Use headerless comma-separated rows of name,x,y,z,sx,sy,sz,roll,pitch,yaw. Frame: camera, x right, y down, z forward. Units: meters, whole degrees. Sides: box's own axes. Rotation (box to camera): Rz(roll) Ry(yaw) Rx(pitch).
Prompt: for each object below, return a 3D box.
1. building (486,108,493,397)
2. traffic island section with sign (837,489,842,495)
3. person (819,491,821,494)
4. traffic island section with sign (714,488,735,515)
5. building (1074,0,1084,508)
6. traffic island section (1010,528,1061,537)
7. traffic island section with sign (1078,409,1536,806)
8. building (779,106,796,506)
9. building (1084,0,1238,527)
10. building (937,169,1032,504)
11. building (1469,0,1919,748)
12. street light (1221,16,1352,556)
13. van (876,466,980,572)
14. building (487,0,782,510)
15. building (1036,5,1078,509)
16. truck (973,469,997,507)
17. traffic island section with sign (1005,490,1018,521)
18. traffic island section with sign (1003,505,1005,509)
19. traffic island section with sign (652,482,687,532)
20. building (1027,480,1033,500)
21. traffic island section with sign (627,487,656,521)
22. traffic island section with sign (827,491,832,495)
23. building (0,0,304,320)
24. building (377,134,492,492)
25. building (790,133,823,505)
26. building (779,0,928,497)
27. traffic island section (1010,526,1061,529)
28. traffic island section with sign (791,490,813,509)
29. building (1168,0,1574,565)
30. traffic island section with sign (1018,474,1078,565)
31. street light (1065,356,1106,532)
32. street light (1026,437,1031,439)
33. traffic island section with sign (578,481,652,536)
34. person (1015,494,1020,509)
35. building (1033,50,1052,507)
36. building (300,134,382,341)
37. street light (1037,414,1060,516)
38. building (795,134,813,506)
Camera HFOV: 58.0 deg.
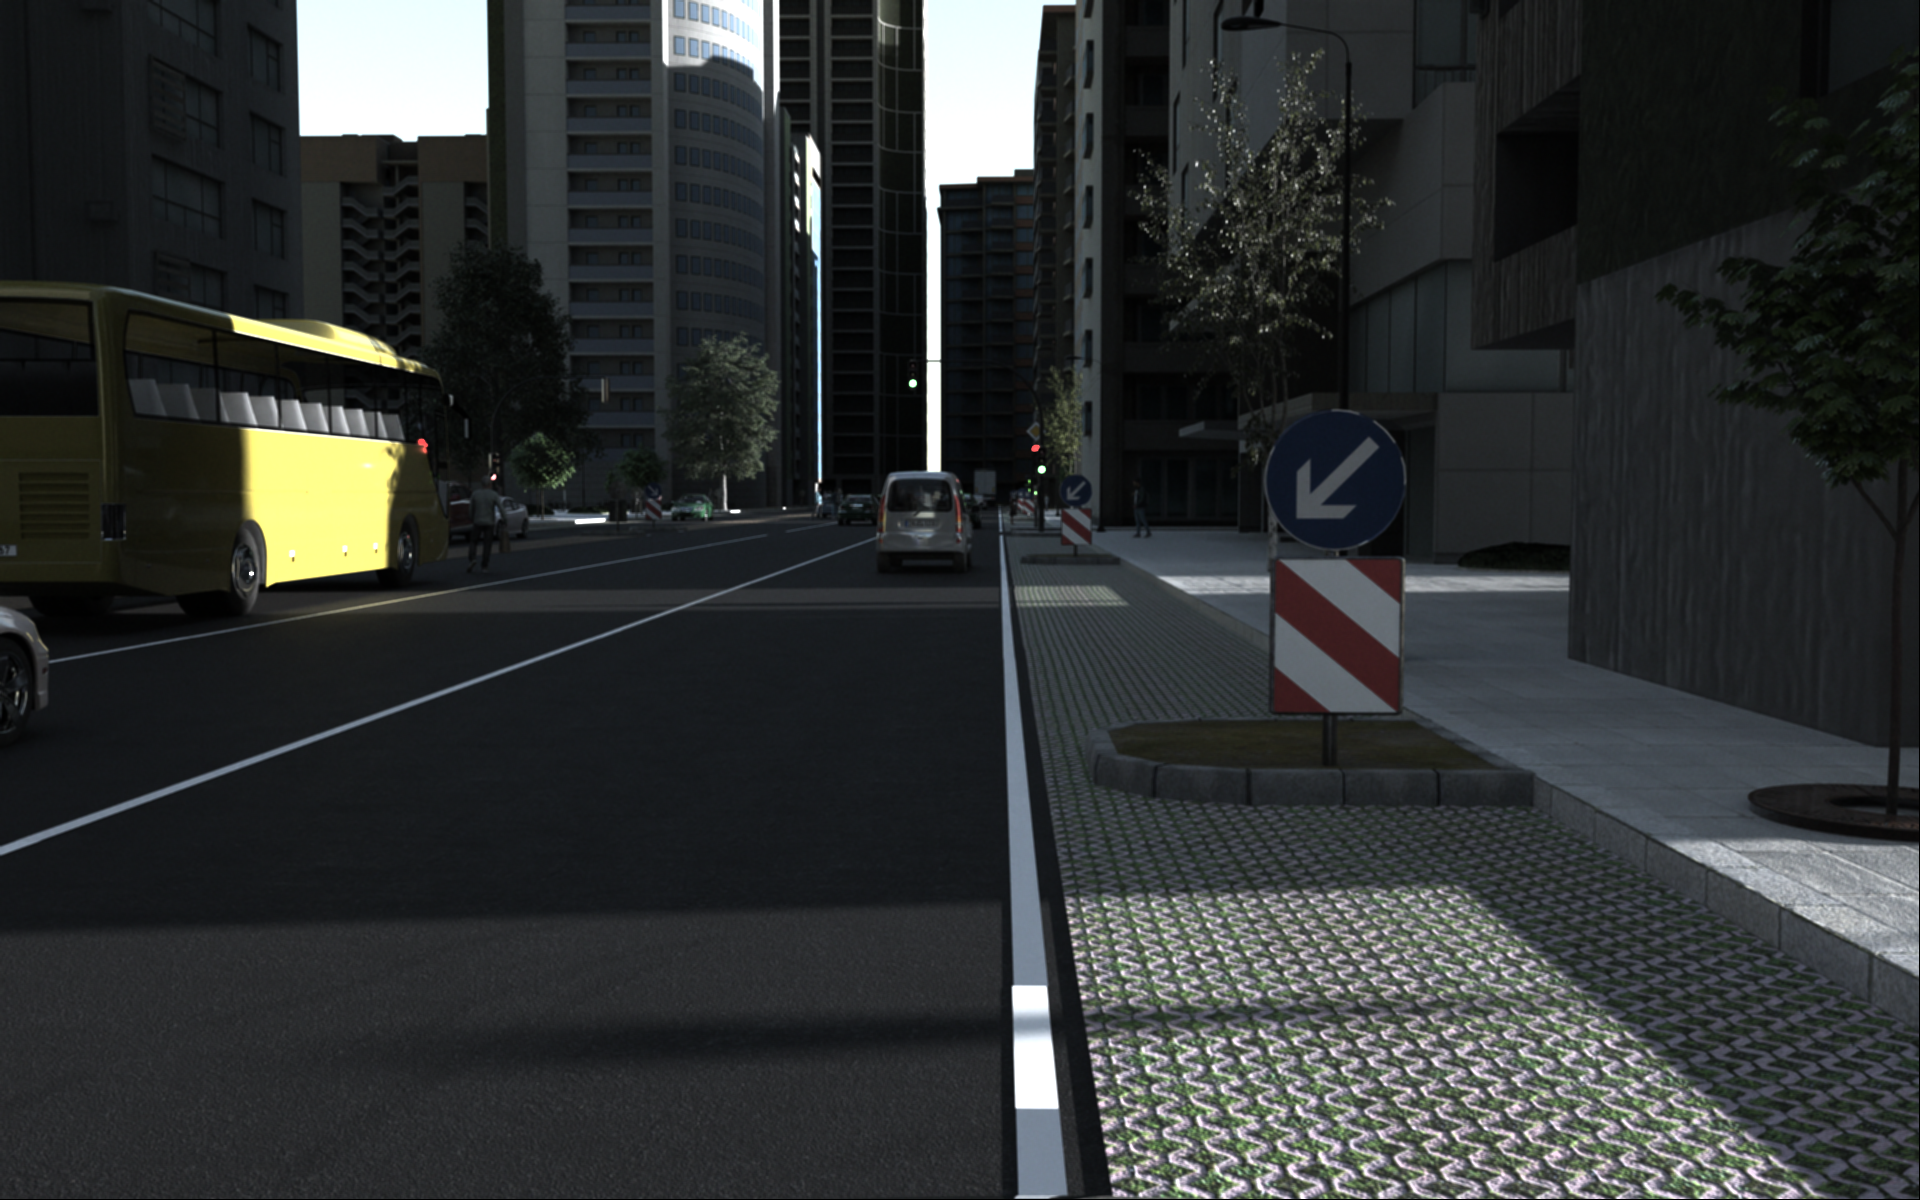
building,-43.098,-35.736,207.992,21.600,48.544,21.300,0,4,1
traffic island section with sign,-10.024,-8.181,141.900,2.006,1.907,1.989,0,4,1
person,-16.771,-12.237,206.924,0.445,1.727,0.742,0,4,-1
traffic island section with sign,-16.599,-6.770,119.314,1.989,1.847,2.006,0,4,1
building,15.683,-29.214,127.757,14.600,45.320,14.200,0,4,1
traffic island section,2.773,-2.234,58.810,2.009,0.180,2.903,0,4,1
traffic island section with sign,1.661,-0.014,8.861,1.989,1.847,2.006,0,4,1
building,-25.096,-30.217,177.643,14.154,41.232,14.086,0,4,1
building,16.178,-27.679,76.252,21.600,48.544,21.300,0,4,1
building,9.901,-35.560,236.032,28.867,44.769,22.147,0,4,1
building,11.809,-14.852,14.529,14.160,30.474,14.107,0,4,1
street light,3.235,-2.719,16.997,1.470,5.913,1.316,0,4,1
van,-0.635,-1.592,33.038,2.013,2.044,4.112,0,4,3
building,-28.443,-37.558,156.075,21.231,58.520,28.212,0,4,1
building,18.035,-30.640,155.591,22.147,44.769,28.867,0,4,1
truck,2.859,-12.825,198.596,2.839,4.237,11.283,0,4,1
traffic island section with sign,3.508,-5.062,91.386,1.989,1.847,2.006,0,4,1
traffic island section with sign,4.120,-6.720,118.499,1.989,1.847,2.006,0,4,1
traffic island section with sign,-11.693,-3.587,66.780,2.006,1.907,1.989,0,4,1
building,24.199,-31.394,205.168,32.217,40.220,23.993,0,4,1
traffic island section with sign,-17.204,-5.090,91.856,1.989,1.847,2.006,0,4,1
traffic island section with sign,-14.852,-11.543,197.355,1.989,1.847,2.006,0,4,1
building,-27.671,-22.399,49.823,14.086,41.232,14.154,0,4,1
building,-60.915,-34.369,212.040,14.200,45.320,14.600,0,4,1
building,-24.521,-34.302,210.942,14.200,45.320,14.600,0,4,1
building,-15.077,-48.700,234.489,20.611,71.187,20.563,0,4,1
traffic island section,2.951,-2.722,66.793,2.009,0.180,2.903,0,4,1
traffic island section with sign,-15.477,-9.862,169.874,1.989,1.847,2.006,0,4,1
building,20.028,-27.777,43.389,28.713,52.752,27.495,0,4,1
traffic island section with sign,2.257,-1.662,35.809,1.989,1.847,2.006,0,4,1
street light,4.229,-5.251,58.395,1.470,5.913,1.316,0,4,1
street light,6.031,-10.318,141.233,1.470,5.913,1.316,0,4,1
traffic island section with sign,-11.868,-3.134,59.375,2.006,1.907,1.989,0,4,1
person,5.333,-9.274,160.684,0.434,1.755,0.990,2,4,35
building,18.575,-34.164,182.280,21.300,48.544,21.600,0,4,1
building,-75.506,-34.368,212.024,14.200,45.320,14.600,0,4,1
street light,5.131,-7.808,100.194,1.470,5.913,1.316,0,4,1
building,-24.099,-31.086,191.850,14.154,41.232,14.086,0,4,1
